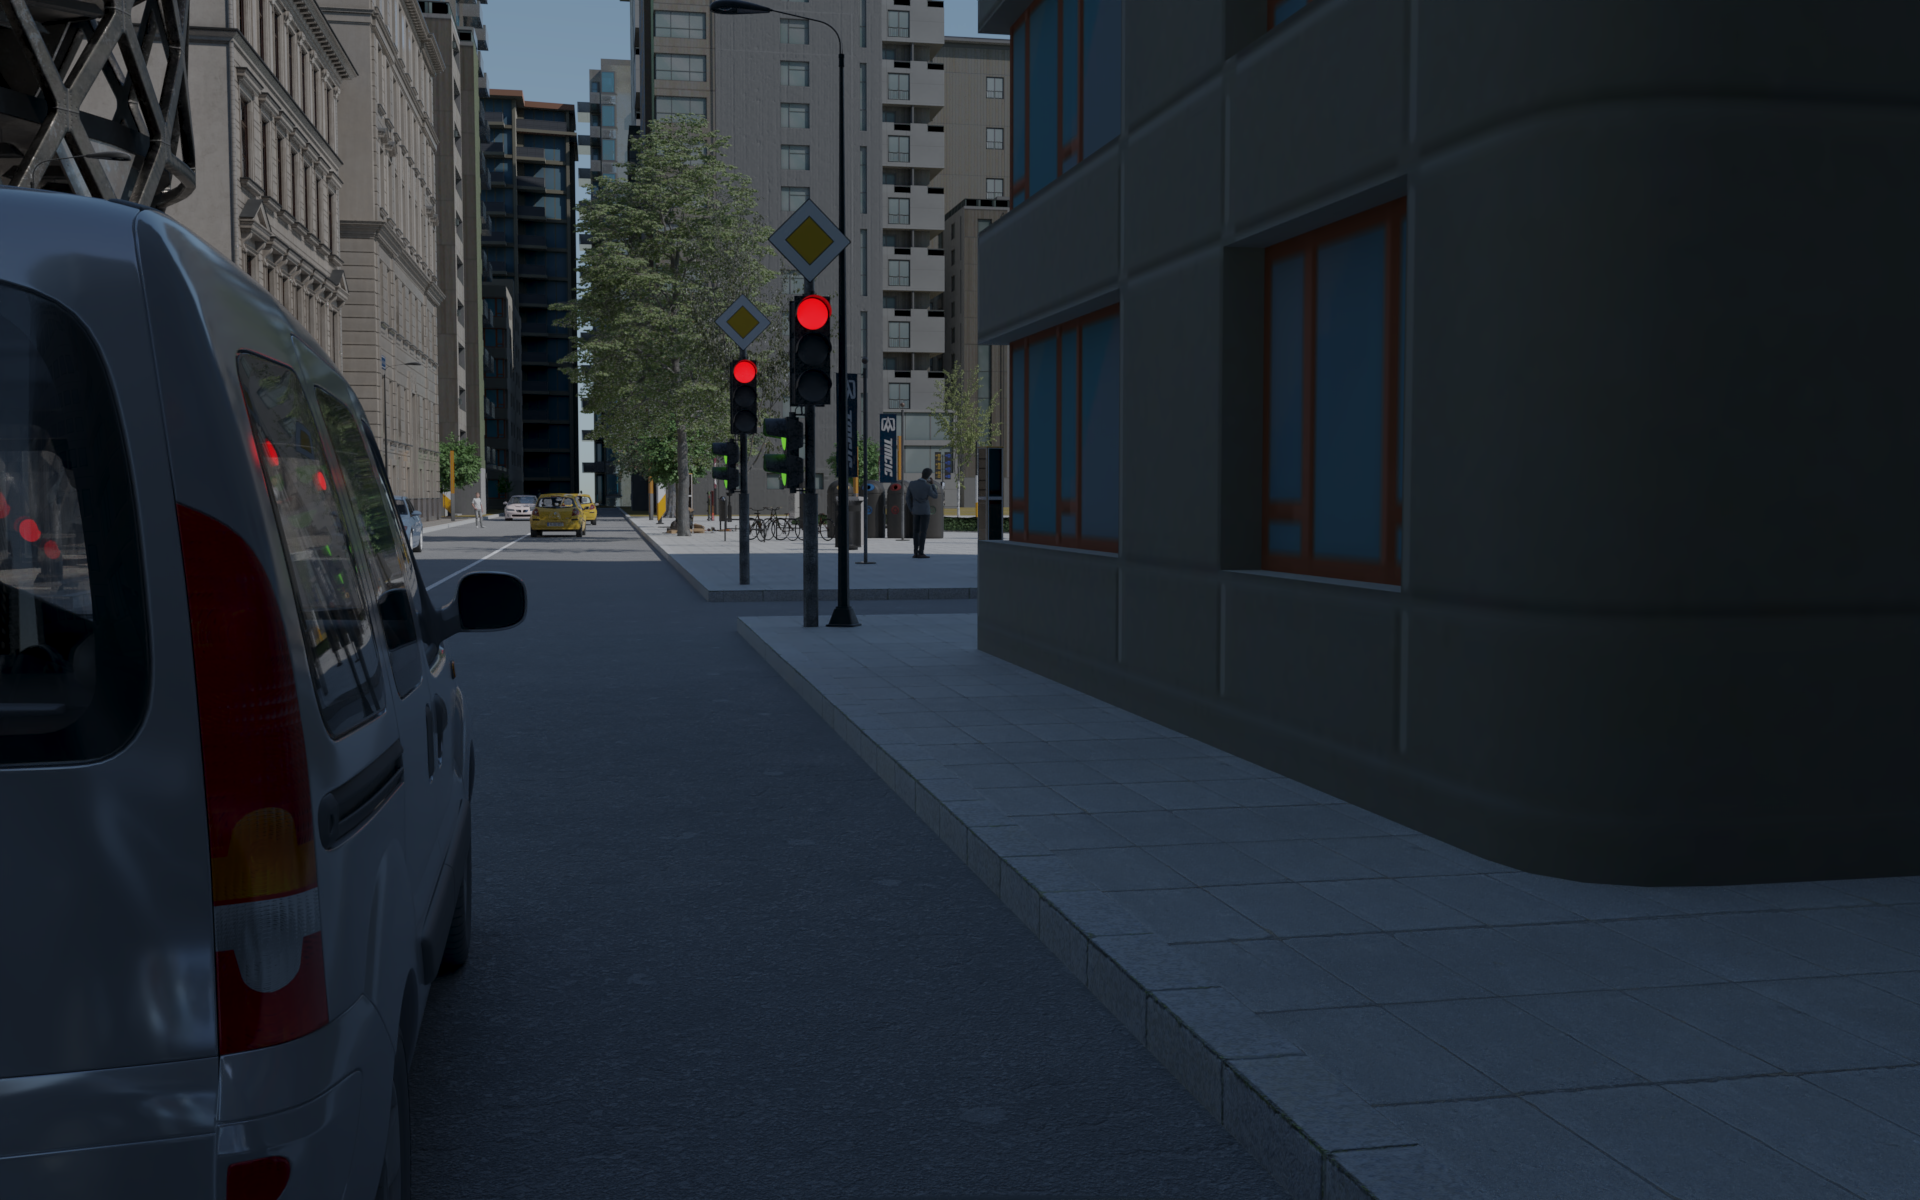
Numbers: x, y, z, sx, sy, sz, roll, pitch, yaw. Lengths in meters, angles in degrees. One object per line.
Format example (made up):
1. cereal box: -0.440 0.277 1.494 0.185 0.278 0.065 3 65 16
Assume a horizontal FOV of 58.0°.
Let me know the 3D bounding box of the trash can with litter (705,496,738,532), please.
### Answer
1. trash can with litter: -8.234 -2.983 59.836 1.678 1.210 2.233 -2 4 -30

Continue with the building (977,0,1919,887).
1. building: 16.599 -9.620 2.322 27.650 21.520 28.899 -1 4 -12

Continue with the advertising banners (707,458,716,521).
1. advertising banners: -11.821 -5.286 82.607 0.090 3.025 2.074 0 4 4

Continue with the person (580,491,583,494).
1. person: -31.844 -8.324 145.312 0.721 1.735 1.217 2 4 33

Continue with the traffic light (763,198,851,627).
1. traffic light: -1.460 -1.695 16.637 0.839 4.253 0.868 -1 4 -12

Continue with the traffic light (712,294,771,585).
1. traffic light: -3.074 -2.173 24.458 0.839 4.253 0.868 -1 4 -12

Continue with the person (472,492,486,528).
1. person: -20.365 -3.803 73.276 0.523 1.515 0.503 1 4 16

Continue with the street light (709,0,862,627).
1. street light: -1.660 -2.691 16.540 1.470 5.913 1.316 -1 4 -12

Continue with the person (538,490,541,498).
1. person: -39.993 -9.539 164.551 0.705 1.814 1.350 -1 4 -14

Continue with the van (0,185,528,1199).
1. van: -1.999 0.194 3.842 2.013 2.044 4.112 -1 4 -13

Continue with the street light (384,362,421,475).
1. street light: -19.636 -5.407 60.953 1.470 5.913 1.316 -1 4 -12

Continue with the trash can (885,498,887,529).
1. trash can: -2.853 -3.232 64.498 0.748 1.137 0.748 0 3 0

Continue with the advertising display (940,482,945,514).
1. advertising display: -0.902 -5.175 89.825 0.123 1.923 0.974 0 4 6

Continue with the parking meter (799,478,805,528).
1. parking meter: -5.790 -3.587 64.360 0.255 1.863 0.399 -2 4 -29

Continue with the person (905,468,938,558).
1. person: -0.768 -1.735 34.593 0.592 1.802 0.473 3 5 40

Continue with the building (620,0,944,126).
1. building: -16.639 -34.983 161.208 28.713 52.752 27.495 -1 4 -12

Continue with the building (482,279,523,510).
1. building: -54.504 -18.911 154.239 28.899 21.520 27.650 -1 4 -12

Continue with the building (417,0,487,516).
1. building: -35.732 -20.175 101.565 14.160 30.474 14.107 -1 4 -12

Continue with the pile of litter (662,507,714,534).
1. pile of litter: -8.841 -2.608 56.606 1.719 0.858 1.176 0 4 -2

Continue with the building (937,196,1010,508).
1. building: 5.744 -24.509 172.417 14.107 30.474 14.160 -1 4 -12

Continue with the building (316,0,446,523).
1. building: -29.175 -16.886 73.342 12.463 27.353 25.104 -1 4 -12

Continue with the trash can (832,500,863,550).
1. trash can: -2.570 -1.718 39.745 0.748 1.137 0.748 0 3 0

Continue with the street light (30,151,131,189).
1. street light: -11.922 -3.117 23.511 1.470 5.913 1.316 -1 4 -12

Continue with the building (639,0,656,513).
1. building: -16.011 -29.103 125.942 14.600 45.320 14.200 -1 4 -12

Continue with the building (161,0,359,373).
1. building: -24.734 -11.453 51.887 10.561 19.102 19.286 -1 4 -12

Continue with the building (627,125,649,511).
1. building: -19.652 -22.530 140.070 14.160 30.474 14.107 -1 4 -12

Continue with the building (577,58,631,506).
1. building: -26.749 -35.069 192.981 30.456 49.044 23.786 -1 4 -12

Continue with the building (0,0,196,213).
1. building: -22.066 -9.841 28.352 16.820 18.784 16.811 -1 4 -12

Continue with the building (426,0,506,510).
1. building: -45.030 -30.727 122.001 23.786 49.044 30.456 -1 4 -12

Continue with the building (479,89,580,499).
1. building: -55.651 -32.513 186.208 28.867 44.769 22.147 -1 4 -12

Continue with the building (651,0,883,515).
1. building: -12.844 -26.221 112.305 14.154 41.232 14.086 -1 4 -12
